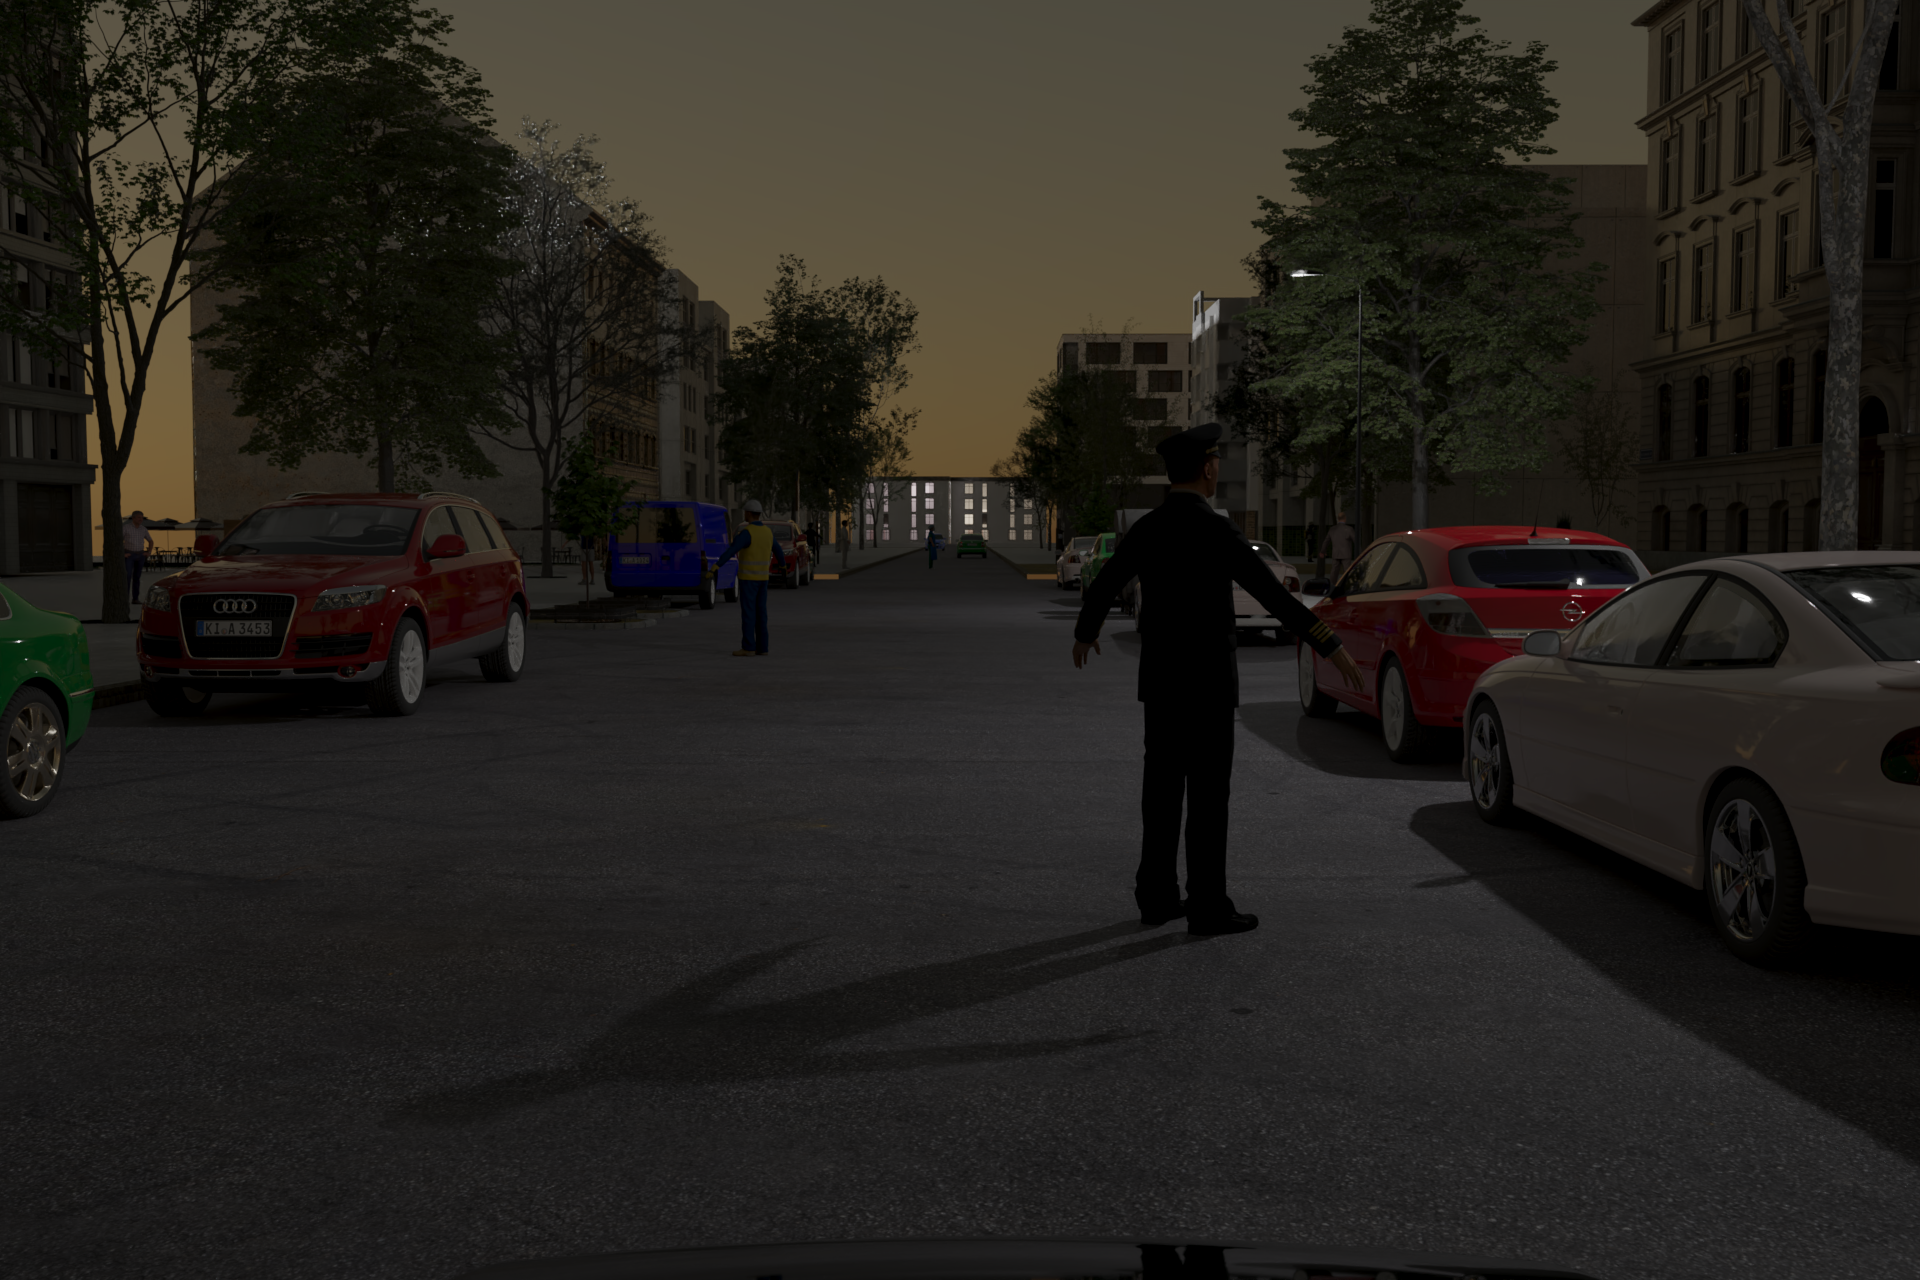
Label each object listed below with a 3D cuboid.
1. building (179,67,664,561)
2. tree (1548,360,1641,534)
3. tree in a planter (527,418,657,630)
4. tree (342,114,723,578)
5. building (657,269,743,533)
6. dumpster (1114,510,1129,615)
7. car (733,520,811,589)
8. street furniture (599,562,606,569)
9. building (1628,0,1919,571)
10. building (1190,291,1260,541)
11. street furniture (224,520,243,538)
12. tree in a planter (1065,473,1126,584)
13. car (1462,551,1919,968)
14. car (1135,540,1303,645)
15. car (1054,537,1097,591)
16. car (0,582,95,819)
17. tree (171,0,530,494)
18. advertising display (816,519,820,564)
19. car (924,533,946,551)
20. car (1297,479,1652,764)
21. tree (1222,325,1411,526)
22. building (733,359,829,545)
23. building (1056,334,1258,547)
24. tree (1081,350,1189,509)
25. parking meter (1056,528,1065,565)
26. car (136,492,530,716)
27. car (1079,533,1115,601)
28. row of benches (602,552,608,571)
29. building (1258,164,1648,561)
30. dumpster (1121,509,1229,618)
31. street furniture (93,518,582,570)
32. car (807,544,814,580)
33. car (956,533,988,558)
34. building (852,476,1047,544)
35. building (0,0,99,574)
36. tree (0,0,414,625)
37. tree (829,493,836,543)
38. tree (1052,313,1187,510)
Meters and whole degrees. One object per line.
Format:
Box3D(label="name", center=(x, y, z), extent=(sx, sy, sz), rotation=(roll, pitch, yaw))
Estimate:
Box3D(label="building", center=(-26.592, -15.834, 89.822), extent=(19.493, 23.208, 18.063), rotation=(0, 4, 1))
Box3D(label="tree", center=(27.030, -7.511, 73.166), extent=(4.360, 8.622, 3.978), rotation=(0, 3, 0))
Box3D(label="tree in a planter", center=(-5.803, -1.814, 26.881), extent=(1.991, 3.239, 1.994), rotation=(0, 4, 1))
Box3D(label="tree", center=(-12.053, -8.563, 50.367), extent=(12.009, 13.543, 11.850), rotation=(0, 3, 0))
Box3D(label="building", center=(-26.967, -16.207, 131.447), extent=(16.747, 18.905, 31.486), rotation=(0, 4, 0))
Box3D(label="dumpster", center=(3.685, -1.407, 31.224), extent=(1.865, 1.857, 1.264), rotation=(0, 4, 1))
Box3D(label="car", center=(-5.217, -2.329, 46.754), extent=(2.281, 1.827, 5.304), rotation=(0, 4, 0))
Box3D(label="street furniture", center=(-11.363, -3.242, 68.630), extent=(5.734, 0.657, 10.072), rotation=(0, 4, -3))
Box3D(label="building", center=(29.562, -13.824, 45.114), extent=(14.460, 24.649, 34.723), rotation=(0, 3, 0))
Box3D(label="building", center=(23.257, -17.069, 135.501), extent=(16.016, 20.090, 11.380), rotation=(0, 3, 0))
Box3D(label="street furniture", center=(-19.276, -2.904, 54.327), extent=(11.010, 1.723, 9.812), rotation=(0, 4, 4))
Box3D(label="tree in a planter", center=(3.969, -3.261, 50.544), extent=(1.991, 3.239, 1.994), rotation=(0, 3, 0))
Box3D(label="car", center=(3.517, 0.322, 7.102), extent=(2.083, 1.381, 4.827), rotation=(0, 4, 0))
Box3D(label="car", center=(3.465, -0.692, 23.677), extent=(2.083, 1.381, 4.827), rotation=(0, 4, 1))
Box3D(label="car", center=(3.531, -2.017, 45.344), extent=(2.083, 1.381, 4.827), rotation=(0, 4, 1))
Box3D(label="car", center=(-5.574, 0.085, 7.400), extent=(1.959, 1.807, 4.718), rotation=(0, 4, 0))
Box3D(label="tree", center=(-12.324, -7.206, 35.940), extent=(7.486, 12.596, 7.792), rotation=(0, 3, 0))
Box3D(label="advertising display", center=(-6.044, -4.194, 73.779), extent=(0.123, 1.923, 0.974), rotation=(0, 4, -1))
Box3D(label="car", center=(-2.135, -8.502, 148.599), extent=(1.945, 1.707, 3.694), rotation=(0, 4, 0))
Box3D(label="car", center=(3.594, -0.199, 12.290), extent=(2.155, 1.783, 4.494), rotation=(0, 3, 0))
Box3D(label="tree", center=(15.293, -8.352, 70.964), extent=(8.767, 10.594, 7.601), rotation=(-2, 4, -32))
Box3D(label="building", center=(-24.061, -19.862, 191.205), extent=(16.747, 18.905, 31.486), rotation=(0, 4, 0))
Box3D(label="building", center=(24.579, -21.339, 192.863), extent=(27.936, 21.610, 32.646), rotation=(0, 4, 1))
Box3D(label="tree", center=(6.377, -7.251, 68.919), extent=(4.360, 8.622, 3.978), rotation=(0, 3, 0))
Box3D(label="parking meter", center=(4.203, -3.931, 72.690), extent=(0.372, 1.533, 0.369), rotation=(0, 3, 0))
Box3D(label="car", center=(-5.313, -0.406, 15.306), extent=(2.281, 1.827, 5.304), rotation=(0, 4, 0))
Box3D(label="car", center=(3.467, -1.644, 35.672), extent=(1.959, 1.807, 4.718), rotation=(0, 3, 0))
Box3D(label="row of benches", center=(-11.708, -2.680, 59.284), extent=(1.422, 0.672, 4.104), rotation=(-1, 4, -18))
Box3D(label="building", center=(26.840, -13.775, 91.679), extent=(16.747, 18.905, 31.486), rotation=(0, 4, 0))
Box3D(label="dumpster", center=(3.690, -1.324, 29.856), extent=(1.865, 1.857, 1.264), rotation=(0, 4, 1))
Box3D(label="street furniture", center=(-29.070, -3.808, 67.290), extent=(27.439, 1.986, 14.083), rotation=(0, 4, 1))
Box3D(label="car", center=(-5.437, -2.469, 52.174), extent=(2.131, 1.459, 4.920), rotation=(0, 4, 0))
Box3D(label="car", center=(0.710, -5.814, 103.863), extent=(1.959, 1.807, 4.718), rotation=(0, 4, 0))
Box3D(label="building", center=(-1.353, -18.752, 251.196), extent=(28.070, 9.664, 9.099), rotation=(0, 4, 4))
Box3D(label="building", center=(-31.879, -12.248, 46.934), extent=(8.464, 21.280, 15.925), rotation=(0, 4, 1))
Box3D(label="tree", center=(-12.065, -6.054, 24.744), extent=(9.928, 11.665, 9.643), rotation=(0, 3, 0))
Box3D(label="tree", center=(-18.332, -18.235, 248.505), extent=(4.360, 8.622, 3.978), rotation=(0, 3, 0))
Box3D(label="tree", center=(4.791, -6.614, 58.497), extent=(4.360, 8.622, 3.978), rotation=(0, 3, 0))
